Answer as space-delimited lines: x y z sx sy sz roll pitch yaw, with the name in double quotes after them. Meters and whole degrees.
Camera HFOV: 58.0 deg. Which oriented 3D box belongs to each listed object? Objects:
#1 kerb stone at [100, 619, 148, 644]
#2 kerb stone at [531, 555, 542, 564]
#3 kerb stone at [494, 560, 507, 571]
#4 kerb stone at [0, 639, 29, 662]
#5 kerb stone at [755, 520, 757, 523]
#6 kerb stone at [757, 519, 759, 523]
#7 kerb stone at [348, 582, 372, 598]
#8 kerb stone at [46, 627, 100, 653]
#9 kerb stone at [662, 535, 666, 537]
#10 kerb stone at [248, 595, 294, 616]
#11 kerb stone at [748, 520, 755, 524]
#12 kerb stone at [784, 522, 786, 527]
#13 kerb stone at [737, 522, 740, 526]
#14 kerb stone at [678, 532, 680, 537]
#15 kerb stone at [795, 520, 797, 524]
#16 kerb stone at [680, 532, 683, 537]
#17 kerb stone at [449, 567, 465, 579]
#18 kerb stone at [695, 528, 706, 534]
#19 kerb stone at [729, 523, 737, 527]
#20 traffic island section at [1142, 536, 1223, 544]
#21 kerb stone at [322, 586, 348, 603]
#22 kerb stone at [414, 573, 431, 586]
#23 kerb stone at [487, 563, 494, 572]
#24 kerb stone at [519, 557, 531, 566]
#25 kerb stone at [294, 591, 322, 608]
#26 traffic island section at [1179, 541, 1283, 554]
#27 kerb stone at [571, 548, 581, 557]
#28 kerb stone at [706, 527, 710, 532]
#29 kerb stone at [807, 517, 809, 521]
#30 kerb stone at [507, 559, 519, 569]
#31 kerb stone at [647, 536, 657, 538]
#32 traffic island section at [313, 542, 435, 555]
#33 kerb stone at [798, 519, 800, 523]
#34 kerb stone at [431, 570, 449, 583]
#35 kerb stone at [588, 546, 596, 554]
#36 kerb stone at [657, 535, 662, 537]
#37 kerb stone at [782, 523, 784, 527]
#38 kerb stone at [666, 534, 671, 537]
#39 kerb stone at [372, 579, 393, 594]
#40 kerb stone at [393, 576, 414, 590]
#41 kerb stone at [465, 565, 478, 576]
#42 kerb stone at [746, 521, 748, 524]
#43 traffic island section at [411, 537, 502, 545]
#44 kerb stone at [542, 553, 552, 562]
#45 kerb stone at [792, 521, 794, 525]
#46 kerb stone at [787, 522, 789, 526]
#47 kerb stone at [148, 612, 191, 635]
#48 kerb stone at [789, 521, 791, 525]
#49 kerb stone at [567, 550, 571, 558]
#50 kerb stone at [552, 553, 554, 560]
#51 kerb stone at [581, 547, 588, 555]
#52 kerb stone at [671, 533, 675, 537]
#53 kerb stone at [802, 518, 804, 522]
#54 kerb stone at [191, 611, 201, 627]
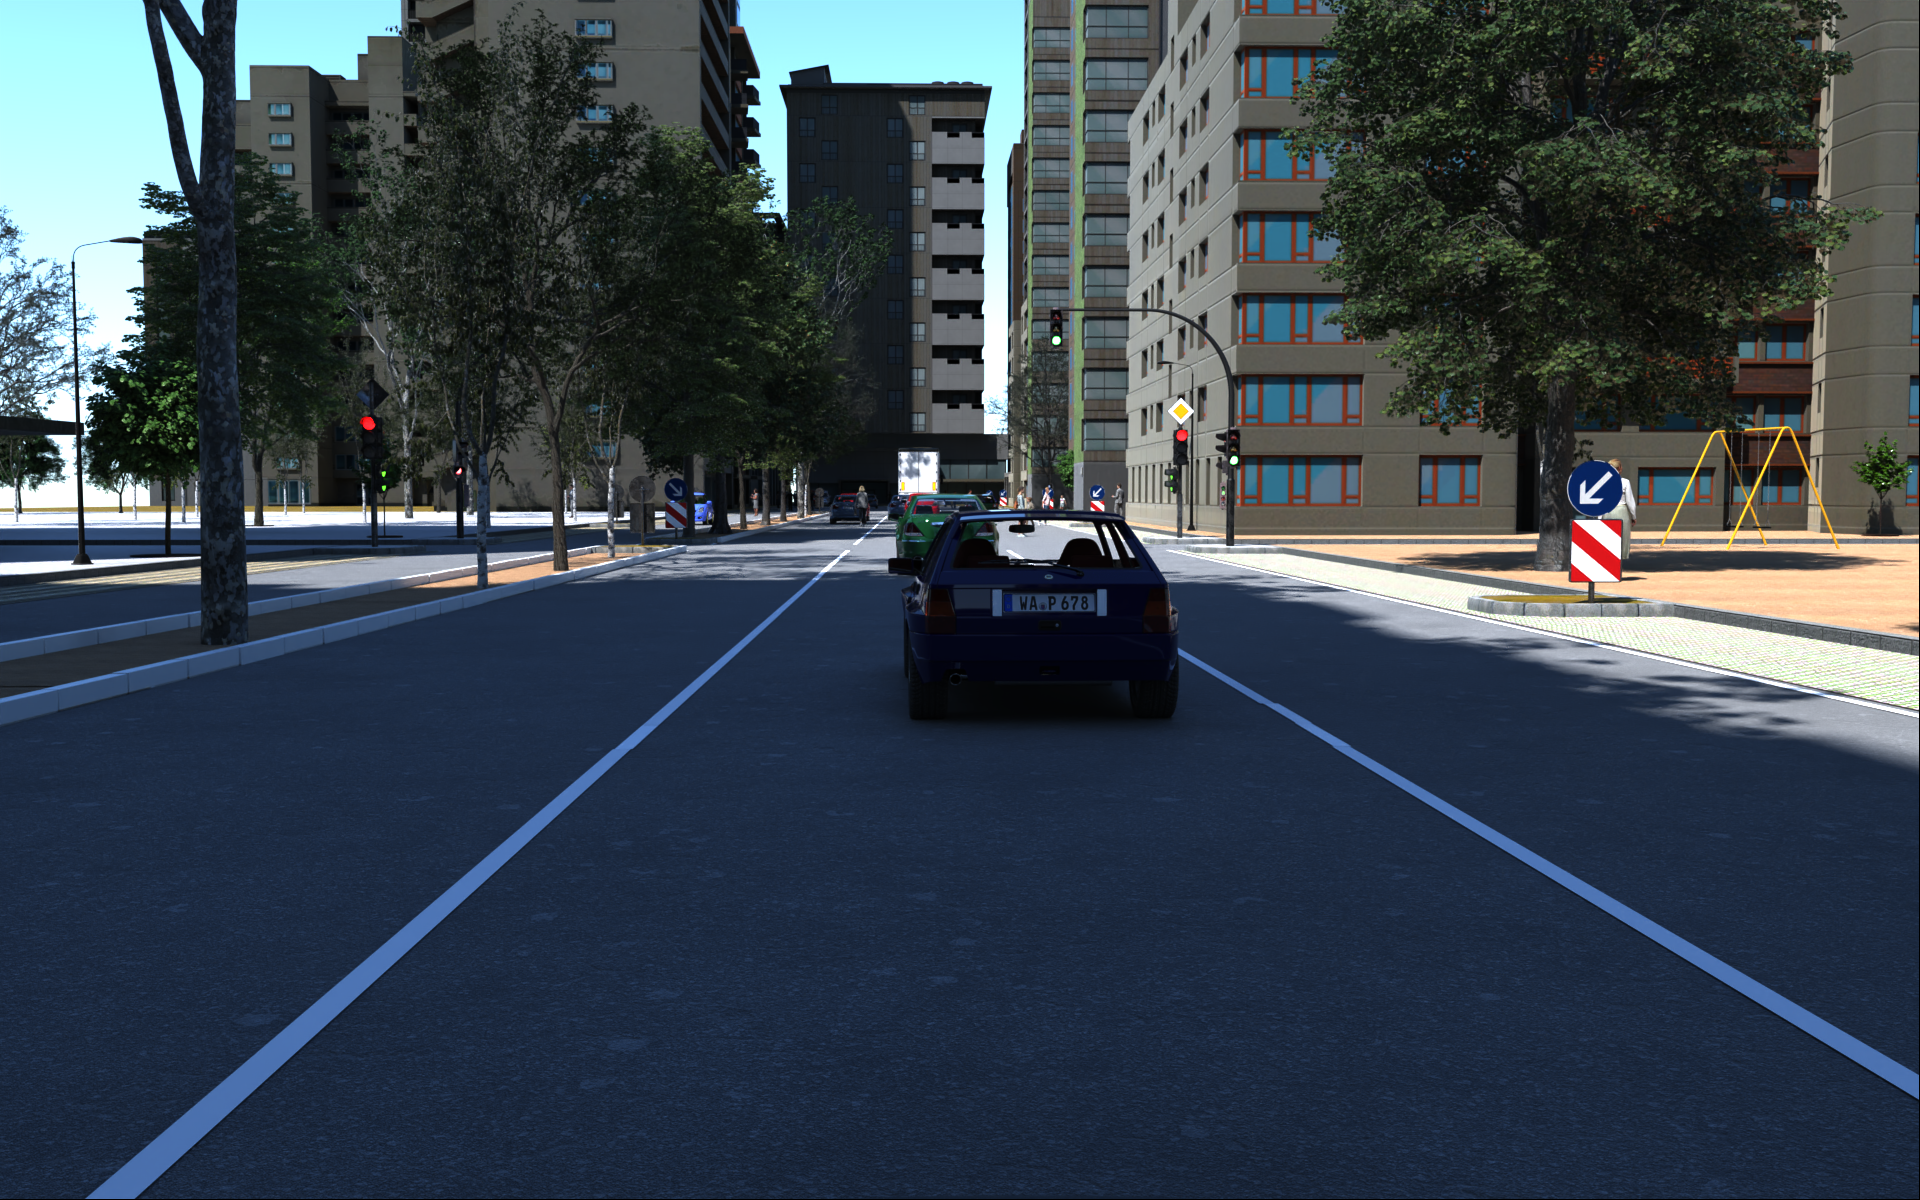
-8.249 0.321 16.943 0.120 0.150 1.000 0 4 -2 "kerb stone"
-8.762 -0.798 35.388 0.120 0.150 1.000 0 4 -2 "kerb stone"
-8.674 -0.613 32.312 0.120 0.150 1.000 0 4 -2 "kerb stone"
-8.193 0.446 14.898 0.120 0.150 1.000 0 4 -2 "kerb stone"
-10.100 -3.787 84.118 0.120 0.150 1.000 0 4 -2 "kerb stone"
-10.130 -3.850 85.145 0.120 0.150 1.000 0 4 -2 "kerb stone"
-8.450 -0.118 24.123 0.120 0.150 1.000 0 4 -2 "kerb stone"
-8.225 0.384 15.922 0.120 0.150 1.000 0 4 -2 "kerb stone"
-9.262 -1.907 53.377 0.120 0.150 1.000 0 4 -2 "kerb stone"
-8.367 0.070 21.048 0.120 0.150 1.000 0 4 -2 "kerb stone"
-10.077 -3.720 83.096 0.120 0.150 1.000 0 4 -2 "kerb stone"
-7.745 -3.226 74.946 0.120 0.150 1.000 0 4 -2 "kerb stone"
-9.879 -3.287 75.934 0.120 0.150 1.000 0 4 -2 "kerb stone"
-9.344 -2.094 56.445 0.120 0.150 1.000 0 4 -2 "kerb stone"
-7.947 -3.663 82.109 0.120 0.150 1.000 0 4 -2 "kerb stone"
-9.372 -2.158 57.471 0.120 0.150 1.000 0 4 -2 "kerb stone"
-8.592 -0.431 29.243 0.120 0.150 1.000 0 4 -2 "kerb stone"
-9.540 -2.534 63.622 0.120 0.150 1.000 0 4 -2 "kerb stone"
-9.848 -3.224 74.912 0.120 0.150 1.000 0 4 -2 "kerb stone"
6.454 -1.738 50.704 2.009 0.180 2.903 0 4 -2 "traffic island section"
-8.417 -0.055 23.102 0.120 0.150 1.000 0 4 -2 "kerb stone"
-8.541 -0.303 27.196 0.120 0.150 1.000 0 4 -2 "kerb stone"
-8.651 -0.556 31.290 0.120 0.150 1.000 0 4 -2 "kerb stone"
-8.736 -0.739 34.363 0.120 0.150 1.000 0 4 -2 "kerb stone"
-8.396 0.008 22.080 0.120 0.150 1.000 0 4 -2 "kerb stone"
6.674 -1.250 42.722 2.009 0.180 2.903 0 4 -2 "traffic island section"
-8.868 -1.058 39.490 0.120 0.150 1.000 0 4 -2 "kerb stone"
-9.564 -2.596 64.657 0.120 0.150 1.000 0 4 -2 "kerb stone"
-8.204 -4.227 91.348 0.120 0.150 1.000 0 4 -2 "kerb stone"
-8.708 -0.682 33.341 0.120 0.150 1.000 0 4 -2 "kerb stone"
-9.202 -1.781 51.321 0.120 0.150 1.000 0 4 -2 "kerb stone"
-14.260 -1.215 42.151 2.009 0.180 2.903 0 4 -2 "traffic island section"
-8.004 -3.788 84.152 0.120 0.150 1.000 0 4 -2 "kerb stone"
-8.557 -0.365 28.222 0.120 0.150 1.000 0 4 -2 "kerb stone"
-8.919 -1.183 41.538 0.120 0.150 1.000 0 4 -2 "kerb stone"
-9.225 -1.840 52.353 0.120 0.150 1.000 0 4 -2 "kerb stone"
-7.722 -3.164 73.924 0.120 0.150 1.000 0 4 -2 "kerb stone"
-9.279 -1.969 54.399 0.120 0.150 1.000 0 4 -2 "kerb stone"
-8.476 -0.181 25.148 0.120 0.150 1.000 0 4 -2 "kerb stone"
-8.501 -0.242 26.170 0.120 0.150 1.000 0 4 -2 "kerb stone"
-8.620 -0.494 30.267 0.120 0.150 1.000 0 4 -2 "kerb stone"
-10.000 -3.537 80.023 0.120 0.150 1.000 0 4 -2 "kerb stone"
-14.480 -1.704 50.133 2.009 0.180 2.903 0 4 -2 "traffic island section"
-8.788 -0.869 36.411 0.120 0.150 1.000 0 4 -2 "kerb stone"
-7.890 -3.539 80.065 0.120 0.150 1.000 0 4 -2 "kerb stone"
-7.815 -3.348 76.996 0.120 0.150 1.000 0 4 -2 "kerb stone"
-8.281 0.258 17.976 0.120 0.150 1.000 0 4 -2 "kerb stone"
-7.840 -3.414 78.021 0.120 0.150 1.000 0 4 -2 "kerb stone"
-8.847 -0.995 38.468 0.120 0.150 1.000 0 4 -2 "kerb stone"
-8.815 -0.931 37.437 0.120 0.150 1.000 0 4 -2 "kerb stone"
-8.906 -1.120 40.511 0.120 0.150 1.000 0 4 -2 "kerb stone"
-9.310 -2.029 55.424 0.120 0.150 1.000 0 4 -2 "kerb stone"
-8.087 -3.979 87.245 0.120 0.150 1.000 0 4 -2 "kerb stone"
-8.295 0.196 18.998 0.120 0.150 1.000 0 4 -2 "kerb stone"
